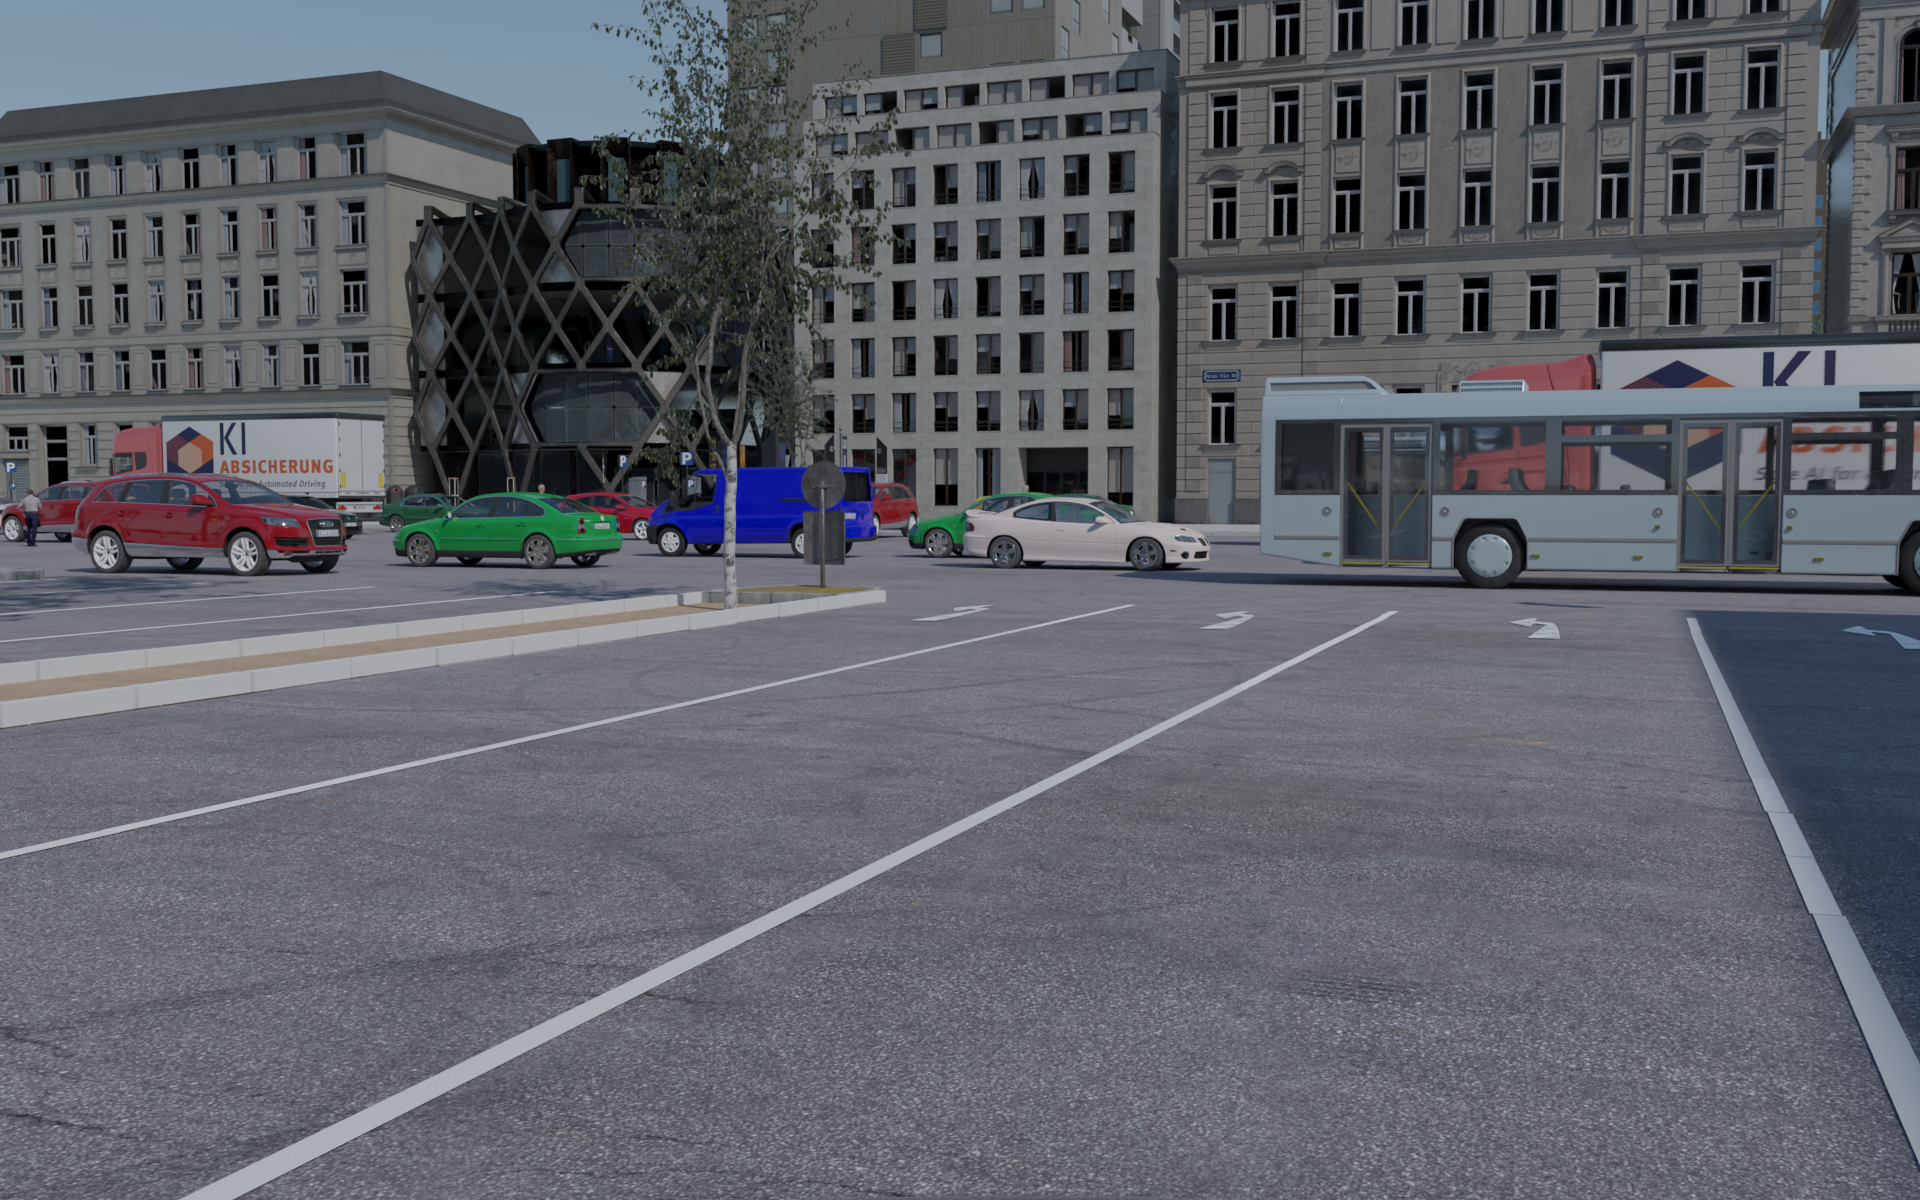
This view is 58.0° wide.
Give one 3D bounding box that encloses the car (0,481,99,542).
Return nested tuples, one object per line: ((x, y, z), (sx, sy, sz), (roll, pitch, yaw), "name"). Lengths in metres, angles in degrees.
((-26.210, -2.625, 51.593), (5.304, 1.827, 2.281), (1, 4, 23), "car")

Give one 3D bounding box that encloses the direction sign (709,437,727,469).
((-9.573, -4.694, 68.739), (0.876, 3.537, 0.379), (2, 4, 25), "direction sign")

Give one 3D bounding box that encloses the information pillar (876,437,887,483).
((-3.232, -4.896, 71.412), (0.504, 3.616, 0.183), (2, 4, 29), "information pillar")

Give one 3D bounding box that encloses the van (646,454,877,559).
((-4.630, -2.154, 39.607), (5.245, 2.365, 2.240), (1, 4, 21), "van")

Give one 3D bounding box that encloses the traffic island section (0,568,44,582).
((-16.705, -0.386, 28.585), (2.009, 0.180, 2.903), (1, 4, 21), "traffic island section")

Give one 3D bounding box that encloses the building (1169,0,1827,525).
((22.452, -16.899, 73.569), (25.104, 27.353, 12.463), (1, 4, 21), "building")

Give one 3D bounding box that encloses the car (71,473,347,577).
((-13.619, -1.398, 31.528), (5.304, 1.827, 2.281), (1, 4, 20), "car")

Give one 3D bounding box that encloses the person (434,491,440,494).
((-20.595, -3.540, 68.751), (0.546, 1.535, 0.453), (-2, 4, -30), "person")

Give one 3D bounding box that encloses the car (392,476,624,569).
((-8.990, -1.554, 34.196), (4.718, 1.807, 1.959), (1, 4, 21), "car")

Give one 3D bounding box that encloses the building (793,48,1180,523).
((2.169, -13.821, 80.721), (16.860, 20.320, 10.420), (1, 4, 21), "building")

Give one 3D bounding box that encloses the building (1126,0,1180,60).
((7.400, -38.096, 164.876), (28.212, 58.520, 21.231), (1, 4, 21), "building")

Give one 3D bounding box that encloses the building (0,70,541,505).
((-39.605, -16.297, 99.734), (30.059, 22.955, 16.112), (1, 4, 21), "building")

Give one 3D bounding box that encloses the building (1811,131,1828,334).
((99.445, -34.561, 215.181), (14.200, 45.320, 14.600), (1, 4, 21), "building")

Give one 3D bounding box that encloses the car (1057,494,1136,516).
((3.498, -2.833, 58.119), (4.920, 1.459, 2.131), (1, 4, 20), "car")

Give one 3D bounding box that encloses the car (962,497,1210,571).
((2.426, -1.291, 33.470), (4.827, 1.381, 2.083), (1, 4, 22), "car")

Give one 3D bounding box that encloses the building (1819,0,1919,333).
((42.943, -14.396, 64.251), (19.941, 23.489, 11.050), (1, 4, 21), "building")

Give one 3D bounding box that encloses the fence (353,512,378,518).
((-25.267, -3.635, 74.807), (2.069, 0.683, 0.278), (-1, 4, -20), "fence")

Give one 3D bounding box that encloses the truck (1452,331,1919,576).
((14.136, -2.627, 31.869), (11.283, 4.237, 2.839), (1, 4, 20), "truck")

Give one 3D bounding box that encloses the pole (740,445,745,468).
((-9.116, -4.820, 72.653), (0.158, 3.312, 0.155), (0, 3, 0), "pole")

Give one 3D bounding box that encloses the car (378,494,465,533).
((-19.421, -3.245, 64.851), (4.920, 1.459, 2.131), (1, 4, 20), "car")

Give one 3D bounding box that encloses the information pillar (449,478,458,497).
((-23.040, -4.547, 78.842), (0.304, 2.012, 0.304), (1, 4, 11), "information pillar")

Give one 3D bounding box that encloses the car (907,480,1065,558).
((1.100, -1.841, 38.898), (4.718, 1.807, 1.959), (1, 4, 21), "car")

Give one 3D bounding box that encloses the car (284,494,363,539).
((-20.985, -2.757, 54.860), (4.222, 1.686, 2.009), (1, 4, 21), "car")

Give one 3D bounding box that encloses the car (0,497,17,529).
((-35.432, -3.055, 62.315), (4.827, 1.381, 2.083), (1, 4, 21), "car")

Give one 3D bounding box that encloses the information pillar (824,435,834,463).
((-5.139, -4.707, 68.306), (0.183, 3.616, 0.504), (3, 5, 41), "information pillar")

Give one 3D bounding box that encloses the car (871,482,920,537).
((-3.037, -2.928, 56.543), (2.281, 1.827, 5.304), (1, 4, 20), "car")

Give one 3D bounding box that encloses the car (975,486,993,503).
((1.962, -1.990, 42.759), (3.980, 1.641, 2.015), (1, 4, 22), "car")

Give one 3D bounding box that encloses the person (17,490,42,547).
((-25.369, -2.234, 47.232), (0.614, 1.554, 0.590), (-1, 4, -14), "person")

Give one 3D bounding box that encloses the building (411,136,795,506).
((-17.762, -13.696, 91.387), (16.811, 18.784, 16.820), (1, 4, 21), "building")

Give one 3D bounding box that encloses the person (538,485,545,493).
((-13.447, -2.871, 56.119), (0.731, 1.740, 0.598), (-1, 4, -11), "person")

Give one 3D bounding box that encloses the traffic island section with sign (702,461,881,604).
((-2.095, -0.920, 23.180), (2.006, 1.907, 1.989), (1, 4, 21), "traffic island section with sign")

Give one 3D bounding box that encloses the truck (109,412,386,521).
((-25.943, -4.481, 62.172), (11.283, 4.237, 2.839), (1, 4, 22), "truck")

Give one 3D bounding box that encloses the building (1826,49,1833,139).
((117.405, -47.255, 210.875), (20.611, 71.187, 20.563), (1, 4, 21), "building")

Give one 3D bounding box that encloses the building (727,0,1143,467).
((-0.922, -33.831, 142.372), (28.713, 52.752, 27.495), (1, 4, 21), "building")

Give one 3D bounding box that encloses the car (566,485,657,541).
((-10.700, -2.784, 54.551), (4.494, 1.783, 2.155), (1, 4, 20), "car")

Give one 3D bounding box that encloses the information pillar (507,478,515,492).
((-20.137, -4.481, 77.749), (0.304, 2.012, 0.304), (0, 4, -4), "information pillar")
